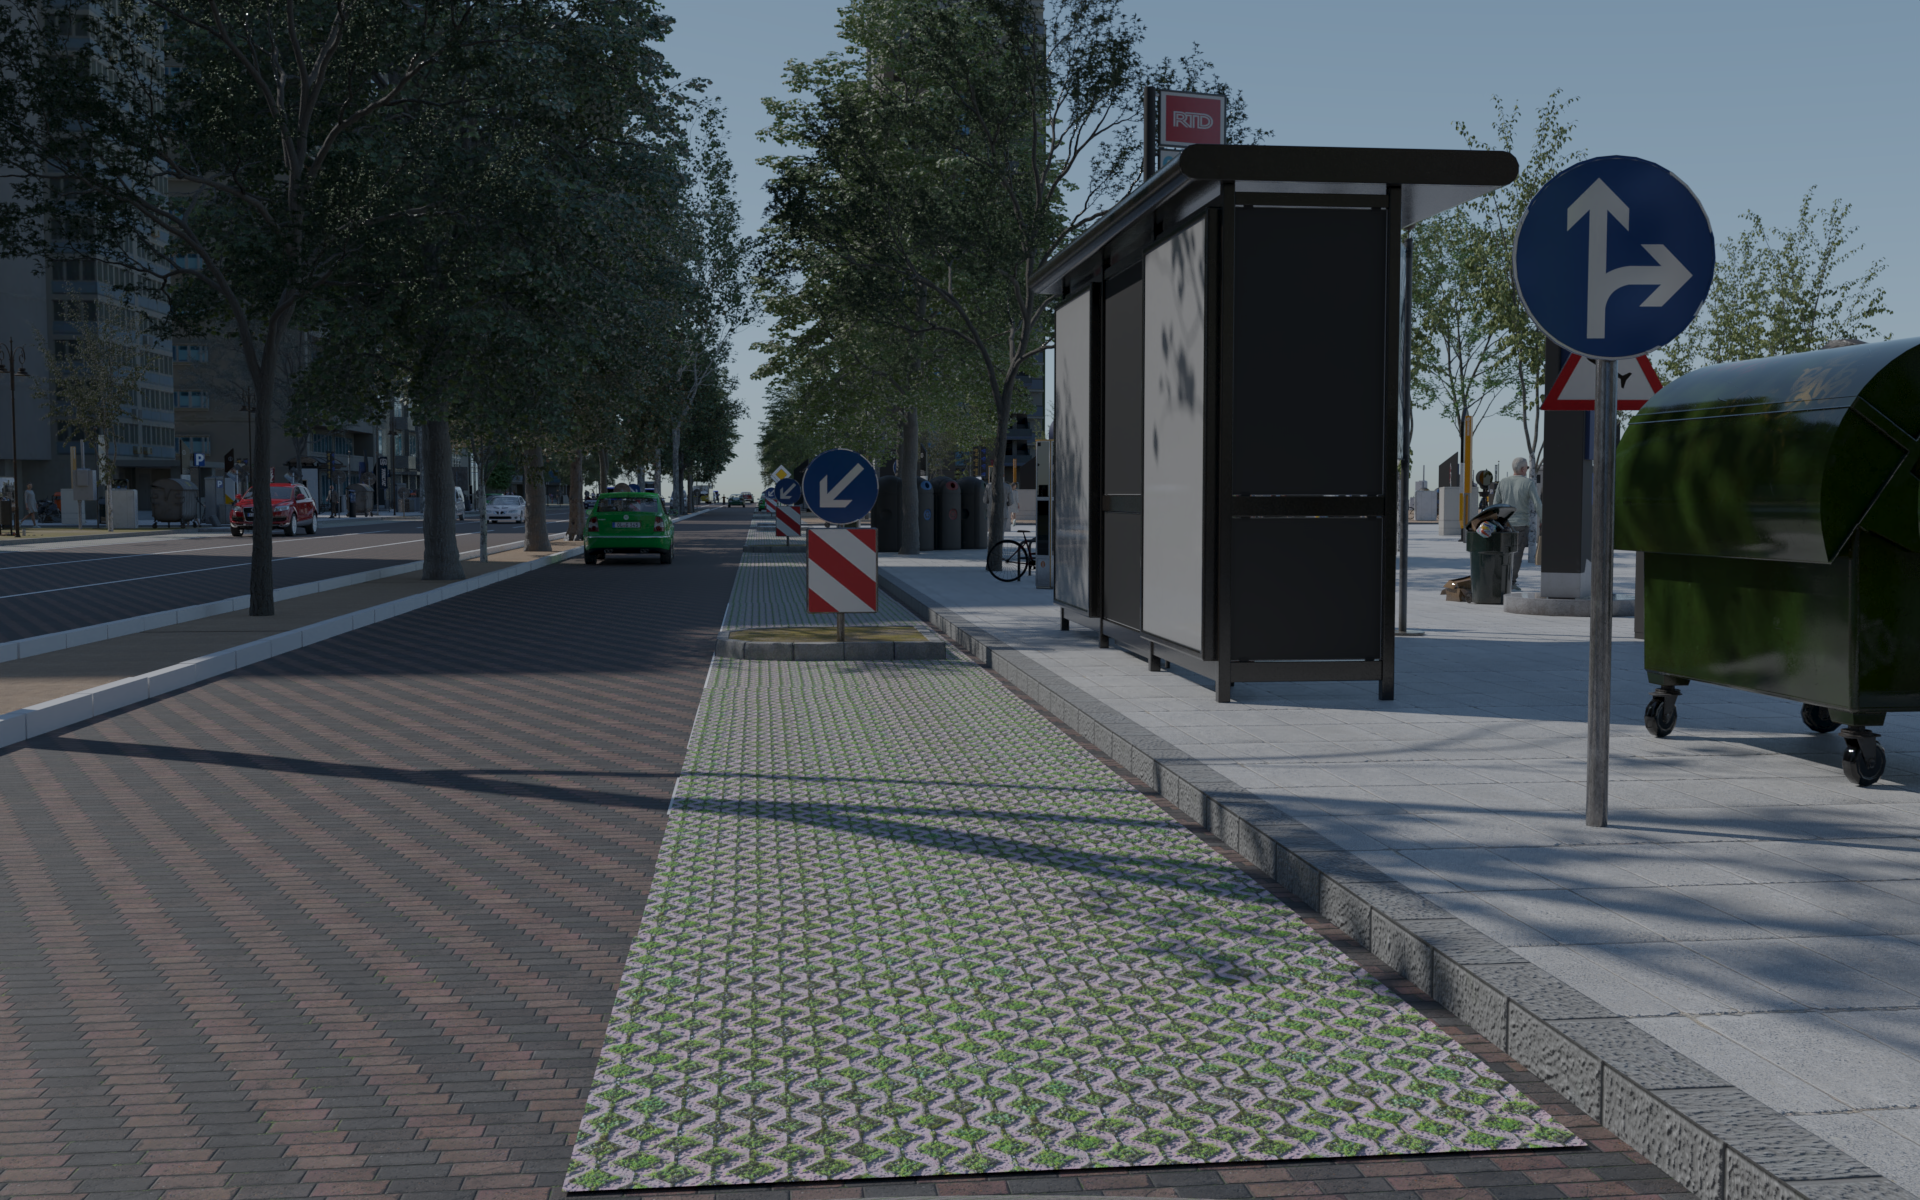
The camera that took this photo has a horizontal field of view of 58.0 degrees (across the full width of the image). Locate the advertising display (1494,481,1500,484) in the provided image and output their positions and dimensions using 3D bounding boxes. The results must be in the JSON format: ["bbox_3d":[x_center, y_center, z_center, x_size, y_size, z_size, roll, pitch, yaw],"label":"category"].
[{"bbox_3d":[26.704,-4.919,85.634,0.123,1.923,0.974,-1,4,-14],"label":"advertising display"}]

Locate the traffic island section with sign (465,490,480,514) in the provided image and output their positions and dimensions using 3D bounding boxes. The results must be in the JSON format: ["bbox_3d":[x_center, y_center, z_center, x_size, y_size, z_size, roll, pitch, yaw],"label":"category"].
[{"bbox_3d":[-34.147,-7.017,123.356,1.989,1.847,2.006,0,4,-7],"label":"traffic island section with sign"}]

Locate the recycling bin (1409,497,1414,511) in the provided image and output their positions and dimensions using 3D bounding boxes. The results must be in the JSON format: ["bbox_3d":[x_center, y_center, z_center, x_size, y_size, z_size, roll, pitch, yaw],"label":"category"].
[{"bbox_3d":[35.399,-7.486,134.956,0.722,1.027,0.722,1,4,12],"label":"recycling bin"}]

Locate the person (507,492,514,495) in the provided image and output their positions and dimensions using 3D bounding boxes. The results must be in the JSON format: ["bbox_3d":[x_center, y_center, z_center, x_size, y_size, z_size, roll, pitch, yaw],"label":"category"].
[{"bbox_3d":[-42.191,-9.515,162.546,0.756,1.711,0.436,0,4,1],"label":"person"}]

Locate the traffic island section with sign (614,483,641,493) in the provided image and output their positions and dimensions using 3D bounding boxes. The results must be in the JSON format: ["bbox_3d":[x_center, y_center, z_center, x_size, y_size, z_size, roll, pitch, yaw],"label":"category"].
[{"bbox_3d":[-14.116,-4.097,75.129,2.006,1.907,1.989,0,4,-7],"label":"traffic island section with sign"}]

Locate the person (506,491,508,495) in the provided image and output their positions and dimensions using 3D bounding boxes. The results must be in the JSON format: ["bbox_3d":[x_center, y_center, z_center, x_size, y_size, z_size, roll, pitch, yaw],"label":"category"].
[{"bbox_3d":[-62.016,-14.070,236.998,0.530,1.710,0.541,2,4,35],"label":"person"}]

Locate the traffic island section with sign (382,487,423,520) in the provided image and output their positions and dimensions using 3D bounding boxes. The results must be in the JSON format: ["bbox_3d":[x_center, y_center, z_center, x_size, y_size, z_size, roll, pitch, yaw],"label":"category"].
[{"bbox_3d":[-31.056,-5.379,96.578,1.989,1.847,2.006,0,4,-7],"label":"traffic island section with sign"}]

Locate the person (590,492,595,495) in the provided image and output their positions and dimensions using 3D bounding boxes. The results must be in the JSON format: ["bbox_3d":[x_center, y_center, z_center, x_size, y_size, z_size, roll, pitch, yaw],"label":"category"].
[{"bbox_3d":[-51.883,-14.548,244.834,0.756,1.711,0.436,-1,4,-19],"label":"person"}]

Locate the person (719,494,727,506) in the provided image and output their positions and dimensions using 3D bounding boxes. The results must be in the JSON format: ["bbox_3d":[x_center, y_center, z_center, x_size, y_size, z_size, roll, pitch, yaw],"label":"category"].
[{"bbox_3d":[-24.191,-10.139,177.533,1.065,1.426,0.557,0,4,-2],"label":"person"}]

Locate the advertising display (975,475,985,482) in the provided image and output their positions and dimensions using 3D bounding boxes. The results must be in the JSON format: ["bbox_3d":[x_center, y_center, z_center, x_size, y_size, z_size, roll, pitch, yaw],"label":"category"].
[{"bbox_3d":[0.693,-3.365,60.233,0.123,1.923,0.974,-1,4,-12],"label":"advertising display"}]

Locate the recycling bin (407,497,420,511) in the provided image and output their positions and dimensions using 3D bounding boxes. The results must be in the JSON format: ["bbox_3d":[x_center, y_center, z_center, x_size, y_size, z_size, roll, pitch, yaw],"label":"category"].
[{"bbox_3d":[-40.327,-7.054,127.889,0.722,1.027,0.722,1,4,13],"label":"recycling bin"}]

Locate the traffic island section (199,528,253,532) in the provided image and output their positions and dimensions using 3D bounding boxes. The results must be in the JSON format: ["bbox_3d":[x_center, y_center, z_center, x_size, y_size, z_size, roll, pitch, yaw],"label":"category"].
[{"bbox_3d":[-27.486,-2.667,65.893,2.009,0.180,2.903,0,4,-7],"label":"traffic island section"}]

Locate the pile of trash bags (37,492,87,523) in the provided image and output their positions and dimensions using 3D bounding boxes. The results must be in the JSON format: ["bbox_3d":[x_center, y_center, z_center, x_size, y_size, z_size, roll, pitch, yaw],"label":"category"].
[{"bbox_3d":[-40.383,-4.158,77.731,1.912,1.369,3.447,-2,4,-31],"label":"pile of trash bags"}]

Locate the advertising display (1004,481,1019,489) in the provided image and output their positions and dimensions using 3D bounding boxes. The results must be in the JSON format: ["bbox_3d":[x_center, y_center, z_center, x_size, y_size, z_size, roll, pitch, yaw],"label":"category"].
[{"bbox_3d":[2.797,-5.501,95.147,0.974,1.923,0.123,3,4,36],"label":"advertising display"}]

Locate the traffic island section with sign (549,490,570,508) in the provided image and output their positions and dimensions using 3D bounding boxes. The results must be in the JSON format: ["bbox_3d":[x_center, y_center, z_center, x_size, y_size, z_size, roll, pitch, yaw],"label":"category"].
[{"bbox_3d":[-39.894,-10.047,172.895,1.989,1.847,2.006,0,4,-7],"label":"traffic island section with sign"}]

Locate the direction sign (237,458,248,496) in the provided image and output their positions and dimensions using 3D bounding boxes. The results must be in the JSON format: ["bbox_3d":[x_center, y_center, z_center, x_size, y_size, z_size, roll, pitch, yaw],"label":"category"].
[{"bbox_3d":[-45.361,-7.190,109.557,0.876,3.537,0.379,1,4,20],"label":"direction sign"}]

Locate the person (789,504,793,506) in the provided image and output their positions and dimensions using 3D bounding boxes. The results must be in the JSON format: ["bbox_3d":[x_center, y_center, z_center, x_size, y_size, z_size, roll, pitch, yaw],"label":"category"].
[{"bbox_3d":[-7.093,-3.598,71.601,0.394,1.301,0.425,1,4,17],"label":"person"}]

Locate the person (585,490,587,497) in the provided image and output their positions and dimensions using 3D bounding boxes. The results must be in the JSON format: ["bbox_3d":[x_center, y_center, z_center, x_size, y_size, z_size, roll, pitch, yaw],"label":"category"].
[{"bbox_3d":[-47.621,-13.132,220.707,0.705,1.831,1.348,-1,4,-23],"label":"person"}]

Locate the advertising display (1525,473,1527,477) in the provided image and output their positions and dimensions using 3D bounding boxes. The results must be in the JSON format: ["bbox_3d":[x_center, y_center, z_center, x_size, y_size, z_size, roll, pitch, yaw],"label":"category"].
[{"bbox_3d":[16.291,-2.763,50.396,0.123,1.923,0.974,2,4,32],"label":"advertising display"}]

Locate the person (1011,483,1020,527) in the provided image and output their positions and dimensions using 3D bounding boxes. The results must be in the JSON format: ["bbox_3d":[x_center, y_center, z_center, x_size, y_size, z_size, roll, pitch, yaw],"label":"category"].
[{"bbox_3d":[2.119,-3.757,68.224,0.466,1.731,0.760,-1,4,-17],"label":"person"}]

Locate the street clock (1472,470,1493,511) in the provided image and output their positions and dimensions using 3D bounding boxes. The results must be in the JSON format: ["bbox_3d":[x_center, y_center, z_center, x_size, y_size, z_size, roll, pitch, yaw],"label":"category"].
[{"bbox_3d":[15.848,-2.925,52.393,0.471,2.002,0.358,-1,4,-13],"label":"street clock"}]

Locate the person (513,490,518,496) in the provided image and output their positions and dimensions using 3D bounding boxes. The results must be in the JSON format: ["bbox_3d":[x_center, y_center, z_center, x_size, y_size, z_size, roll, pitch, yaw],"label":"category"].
[{"bbox_3d":[-61.368,-14.209,238.377,1.348,1.821,0.705,1,4,23],"label":"person"}]

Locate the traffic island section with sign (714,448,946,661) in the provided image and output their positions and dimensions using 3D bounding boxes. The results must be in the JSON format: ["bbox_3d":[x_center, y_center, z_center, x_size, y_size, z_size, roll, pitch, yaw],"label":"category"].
[{"bbox_3d":[-1.221,-0.434,15.727,1.989,1.847,2.006,0,4,-7],"label":"traffic island section with sign"}]

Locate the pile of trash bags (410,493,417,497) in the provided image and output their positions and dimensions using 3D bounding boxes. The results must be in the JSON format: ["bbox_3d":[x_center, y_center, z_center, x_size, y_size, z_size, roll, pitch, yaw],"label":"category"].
[{"bbox_3d":[-43.293,-7.891,138.763,1.912,1.369,3.447,-3,4,-39],"label":"pile of trash bags"}]

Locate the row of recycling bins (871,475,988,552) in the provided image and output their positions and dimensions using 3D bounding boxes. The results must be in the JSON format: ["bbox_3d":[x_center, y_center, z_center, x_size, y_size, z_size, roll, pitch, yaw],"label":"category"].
[{"bbox_3d":[-0.712,-1.976,39.422,1.069,1.692,3.534,3,5,41],"label":"row of recycling bins"}]

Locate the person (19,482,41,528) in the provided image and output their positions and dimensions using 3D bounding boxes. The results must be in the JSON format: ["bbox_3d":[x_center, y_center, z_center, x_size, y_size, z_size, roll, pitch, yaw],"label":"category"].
[{"bbox_3d":[-35.153,-3.584,65.387,0.760,1.731,0.466,-2,4,-30],"label":"person"}]

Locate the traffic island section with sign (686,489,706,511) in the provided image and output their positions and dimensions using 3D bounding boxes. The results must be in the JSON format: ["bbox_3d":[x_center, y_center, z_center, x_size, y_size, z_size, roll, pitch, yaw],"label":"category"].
[{"bbox_3d":[-22.773,-8.663,149.769,2.006,1.907,1.989,0,4,-7],"label":"traffic island section with sign"}]

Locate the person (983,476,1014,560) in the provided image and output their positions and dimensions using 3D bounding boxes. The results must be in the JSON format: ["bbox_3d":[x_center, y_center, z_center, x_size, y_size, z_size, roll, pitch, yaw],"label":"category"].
[{"bbox_3d":[0.761,-1.675,33.627,0.606,1.804,0.583,1,4,9],"label":"person"}]

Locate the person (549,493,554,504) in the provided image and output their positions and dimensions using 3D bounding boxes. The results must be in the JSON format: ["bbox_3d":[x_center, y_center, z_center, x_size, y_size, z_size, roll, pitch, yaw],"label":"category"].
[{"bbox_3d":[-55.206,-13.750,234.085,0.421,1.427,0.697,2,4,32],"label":"person"}]

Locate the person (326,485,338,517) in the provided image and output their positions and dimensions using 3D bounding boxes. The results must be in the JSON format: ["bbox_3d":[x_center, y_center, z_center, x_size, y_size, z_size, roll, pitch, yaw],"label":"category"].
[{"bbox_3d":[-35.440,-5.584,97.743,0.661,1.777,0.834,1,4,12],"label":"person"}]

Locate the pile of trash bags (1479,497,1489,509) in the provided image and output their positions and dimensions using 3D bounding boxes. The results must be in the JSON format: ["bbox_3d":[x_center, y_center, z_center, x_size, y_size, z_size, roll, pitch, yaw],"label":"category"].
[{"bbox_3d":[44.132,-8.574,149.934,3.447,1.369,1.912,2,4,34],"label":"pile of trash bags"}]

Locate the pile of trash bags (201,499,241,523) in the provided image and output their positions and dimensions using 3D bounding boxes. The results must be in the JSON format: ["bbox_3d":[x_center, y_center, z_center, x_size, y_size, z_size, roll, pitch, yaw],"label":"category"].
[{"bbox_3d":[-31.993,-4.114,77.010,3.447,1.369,1.912,0,4,2],"label":"pile of trash bags"}]

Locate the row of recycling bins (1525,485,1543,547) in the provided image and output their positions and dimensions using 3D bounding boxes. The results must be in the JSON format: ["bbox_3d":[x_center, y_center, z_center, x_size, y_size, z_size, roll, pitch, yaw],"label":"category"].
[{"bbox_3d":[14.863,-2.124,41.842,3.534,1.692,1.069,1,4,12],"label":"row of recycling bins"}]

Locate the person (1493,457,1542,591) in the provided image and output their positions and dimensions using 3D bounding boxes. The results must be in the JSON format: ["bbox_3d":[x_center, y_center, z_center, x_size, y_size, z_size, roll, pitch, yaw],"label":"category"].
[{"bbox_3d":[7.362,-0.992,22.754,0.782,1.767,0.515,3,4,37],"label":"person"}]

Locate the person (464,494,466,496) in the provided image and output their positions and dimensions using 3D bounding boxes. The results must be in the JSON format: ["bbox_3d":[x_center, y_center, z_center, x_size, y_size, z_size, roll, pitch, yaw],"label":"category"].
[{"bbox_3d":[-48.934,-10.047,169.938,0.705,1.869,1.348,3,5,39],"label":"person"}]

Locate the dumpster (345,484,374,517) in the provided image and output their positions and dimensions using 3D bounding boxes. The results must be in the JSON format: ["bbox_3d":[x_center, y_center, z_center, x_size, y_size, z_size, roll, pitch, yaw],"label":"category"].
[{"bbox_3d":[-33.797,-5.608,97.453,1.264,1.857,1.865,0,4,-6],"label":"dumpster"}]

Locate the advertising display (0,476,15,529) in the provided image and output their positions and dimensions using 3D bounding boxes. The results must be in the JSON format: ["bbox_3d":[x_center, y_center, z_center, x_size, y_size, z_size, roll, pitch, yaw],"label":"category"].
[{"bbox_3d":[-34.740,-3.538,63.062,0.123,1.923,0.974,1,4,9],"label":"advertising display"}]

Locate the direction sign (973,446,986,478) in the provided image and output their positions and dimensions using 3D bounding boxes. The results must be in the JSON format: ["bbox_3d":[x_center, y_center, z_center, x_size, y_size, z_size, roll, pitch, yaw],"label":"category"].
[{"bbox_3d":[0.919,-5.529,82.391,0.379,3.537,0.876,3,5,45],"label":"direction sign"}]

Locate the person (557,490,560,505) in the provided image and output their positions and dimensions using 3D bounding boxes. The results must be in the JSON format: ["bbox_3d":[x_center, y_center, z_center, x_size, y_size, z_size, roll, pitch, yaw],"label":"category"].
[{"bbox_3d":[-48.948,-12.512,211.166,0.434,1.755,0.990,-1,4,-12],"label":"person"}]

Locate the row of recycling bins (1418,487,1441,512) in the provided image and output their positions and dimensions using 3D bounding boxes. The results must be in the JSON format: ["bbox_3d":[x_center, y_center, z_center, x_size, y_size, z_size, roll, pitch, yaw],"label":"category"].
[{"bbox_3d":[30.063,-6.111,107.035,3.534,1.692,1.069,1,4,19],"label":"row of recycling bins"}]

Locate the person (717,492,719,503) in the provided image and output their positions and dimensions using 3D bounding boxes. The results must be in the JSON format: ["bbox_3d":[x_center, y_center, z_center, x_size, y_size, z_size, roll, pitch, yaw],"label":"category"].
[{"bbox_3d":[-40.628,-17.201,289.602,0.599,1.838,0.709,-2,4,-29],"label":"person"}]

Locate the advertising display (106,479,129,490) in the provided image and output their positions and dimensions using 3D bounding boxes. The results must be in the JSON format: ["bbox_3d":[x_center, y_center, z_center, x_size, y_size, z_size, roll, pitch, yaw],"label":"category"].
[{"bbox_3d":[-36.329,-4.250,74.702,0.974,1.923,0.123,0,4,5],"label":"advertising display"}]

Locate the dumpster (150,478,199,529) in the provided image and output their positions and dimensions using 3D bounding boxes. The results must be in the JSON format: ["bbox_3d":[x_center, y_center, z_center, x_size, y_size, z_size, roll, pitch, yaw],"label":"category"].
[{"bbox_3d":[-29.438,-3.616,64.884,1.264,1.857,1.865,0,4,-7],"label":"dumpster"}]

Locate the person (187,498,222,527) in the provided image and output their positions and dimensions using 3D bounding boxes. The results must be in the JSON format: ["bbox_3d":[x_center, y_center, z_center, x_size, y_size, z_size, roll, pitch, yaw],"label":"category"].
[{"bbox_3d":[-30.917,-3.775,70.437,1.509,1.804,0.699,0,4,4],"label":"person"}]

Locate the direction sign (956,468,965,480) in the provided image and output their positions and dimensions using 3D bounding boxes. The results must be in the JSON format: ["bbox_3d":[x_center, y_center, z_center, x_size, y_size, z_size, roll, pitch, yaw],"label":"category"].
[{"bbox_3d":[0.046,-9.779,151.876,0.876,3.537,0.379,-1,4,-9],"label":"direction sign"}]

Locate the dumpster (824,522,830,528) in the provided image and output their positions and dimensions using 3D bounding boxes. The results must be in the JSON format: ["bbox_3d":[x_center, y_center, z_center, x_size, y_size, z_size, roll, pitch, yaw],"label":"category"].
[{"bbox_3d":[-4.548,-3.679,65.915,1.264,1.857,1.865,0,4,-7],"label":"dumpster"}]

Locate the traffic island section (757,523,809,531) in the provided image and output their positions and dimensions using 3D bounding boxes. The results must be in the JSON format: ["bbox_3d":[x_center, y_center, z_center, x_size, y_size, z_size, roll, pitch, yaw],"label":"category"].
[{"bbox_3d":[-6.981,-2.812,68.255,2.009,0.180,2.903,0,4,-7],"label":"traffic island section"}]

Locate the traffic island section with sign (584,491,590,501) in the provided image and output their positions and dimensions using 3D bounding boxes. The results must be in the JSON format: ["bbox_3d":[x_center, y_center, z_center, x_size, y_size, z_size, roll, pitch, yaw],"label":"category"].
[{"bbox_3d":[-43.038,-11.705,199.999,1.989,1.847,2.006,0,4,-7],"label":"traffic island section with sign"}]

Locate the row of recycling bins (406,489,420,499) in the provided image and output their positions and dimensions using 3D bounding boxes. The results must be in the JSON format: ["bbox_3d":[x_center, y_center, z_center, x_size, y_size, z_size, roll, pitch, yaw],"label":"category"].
[{"bbox_3d":[-44.928,-8.334,143.370,1.069,1.692,3.534,-3,5,-42],"label":"row of recycling bins"}]

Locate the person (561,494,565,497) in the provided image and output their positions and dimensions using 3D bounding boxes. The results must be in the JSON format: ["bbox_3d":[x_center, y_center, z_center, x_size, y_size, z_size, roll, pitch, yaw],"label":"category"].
[{"bbox_3d":[-60.821,-15.783,264.815,1.217,1.735,0.721,3,4,37],"label":"person"}]

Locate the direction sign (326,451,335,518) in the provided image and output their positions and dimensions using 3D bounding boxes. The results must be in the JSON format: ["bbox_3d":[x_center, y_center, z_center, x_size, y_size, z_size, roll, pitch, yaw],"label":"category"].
[{"bbox_3d":[-33.248,-6.090,91.569,0.379,3.537,0.876,0,4,5],"label":"direction sign"}]

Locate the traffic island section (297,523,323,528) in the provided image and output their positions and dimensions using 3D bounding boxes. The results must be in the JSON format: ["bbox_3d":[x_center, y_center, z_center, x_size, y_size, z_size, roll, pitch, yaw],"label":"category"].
[{"bbox_3d":[-28.405,-3.153,73.826,2.009,0.180,2.903,0,4,-7],"label":"traffic island section"}]
